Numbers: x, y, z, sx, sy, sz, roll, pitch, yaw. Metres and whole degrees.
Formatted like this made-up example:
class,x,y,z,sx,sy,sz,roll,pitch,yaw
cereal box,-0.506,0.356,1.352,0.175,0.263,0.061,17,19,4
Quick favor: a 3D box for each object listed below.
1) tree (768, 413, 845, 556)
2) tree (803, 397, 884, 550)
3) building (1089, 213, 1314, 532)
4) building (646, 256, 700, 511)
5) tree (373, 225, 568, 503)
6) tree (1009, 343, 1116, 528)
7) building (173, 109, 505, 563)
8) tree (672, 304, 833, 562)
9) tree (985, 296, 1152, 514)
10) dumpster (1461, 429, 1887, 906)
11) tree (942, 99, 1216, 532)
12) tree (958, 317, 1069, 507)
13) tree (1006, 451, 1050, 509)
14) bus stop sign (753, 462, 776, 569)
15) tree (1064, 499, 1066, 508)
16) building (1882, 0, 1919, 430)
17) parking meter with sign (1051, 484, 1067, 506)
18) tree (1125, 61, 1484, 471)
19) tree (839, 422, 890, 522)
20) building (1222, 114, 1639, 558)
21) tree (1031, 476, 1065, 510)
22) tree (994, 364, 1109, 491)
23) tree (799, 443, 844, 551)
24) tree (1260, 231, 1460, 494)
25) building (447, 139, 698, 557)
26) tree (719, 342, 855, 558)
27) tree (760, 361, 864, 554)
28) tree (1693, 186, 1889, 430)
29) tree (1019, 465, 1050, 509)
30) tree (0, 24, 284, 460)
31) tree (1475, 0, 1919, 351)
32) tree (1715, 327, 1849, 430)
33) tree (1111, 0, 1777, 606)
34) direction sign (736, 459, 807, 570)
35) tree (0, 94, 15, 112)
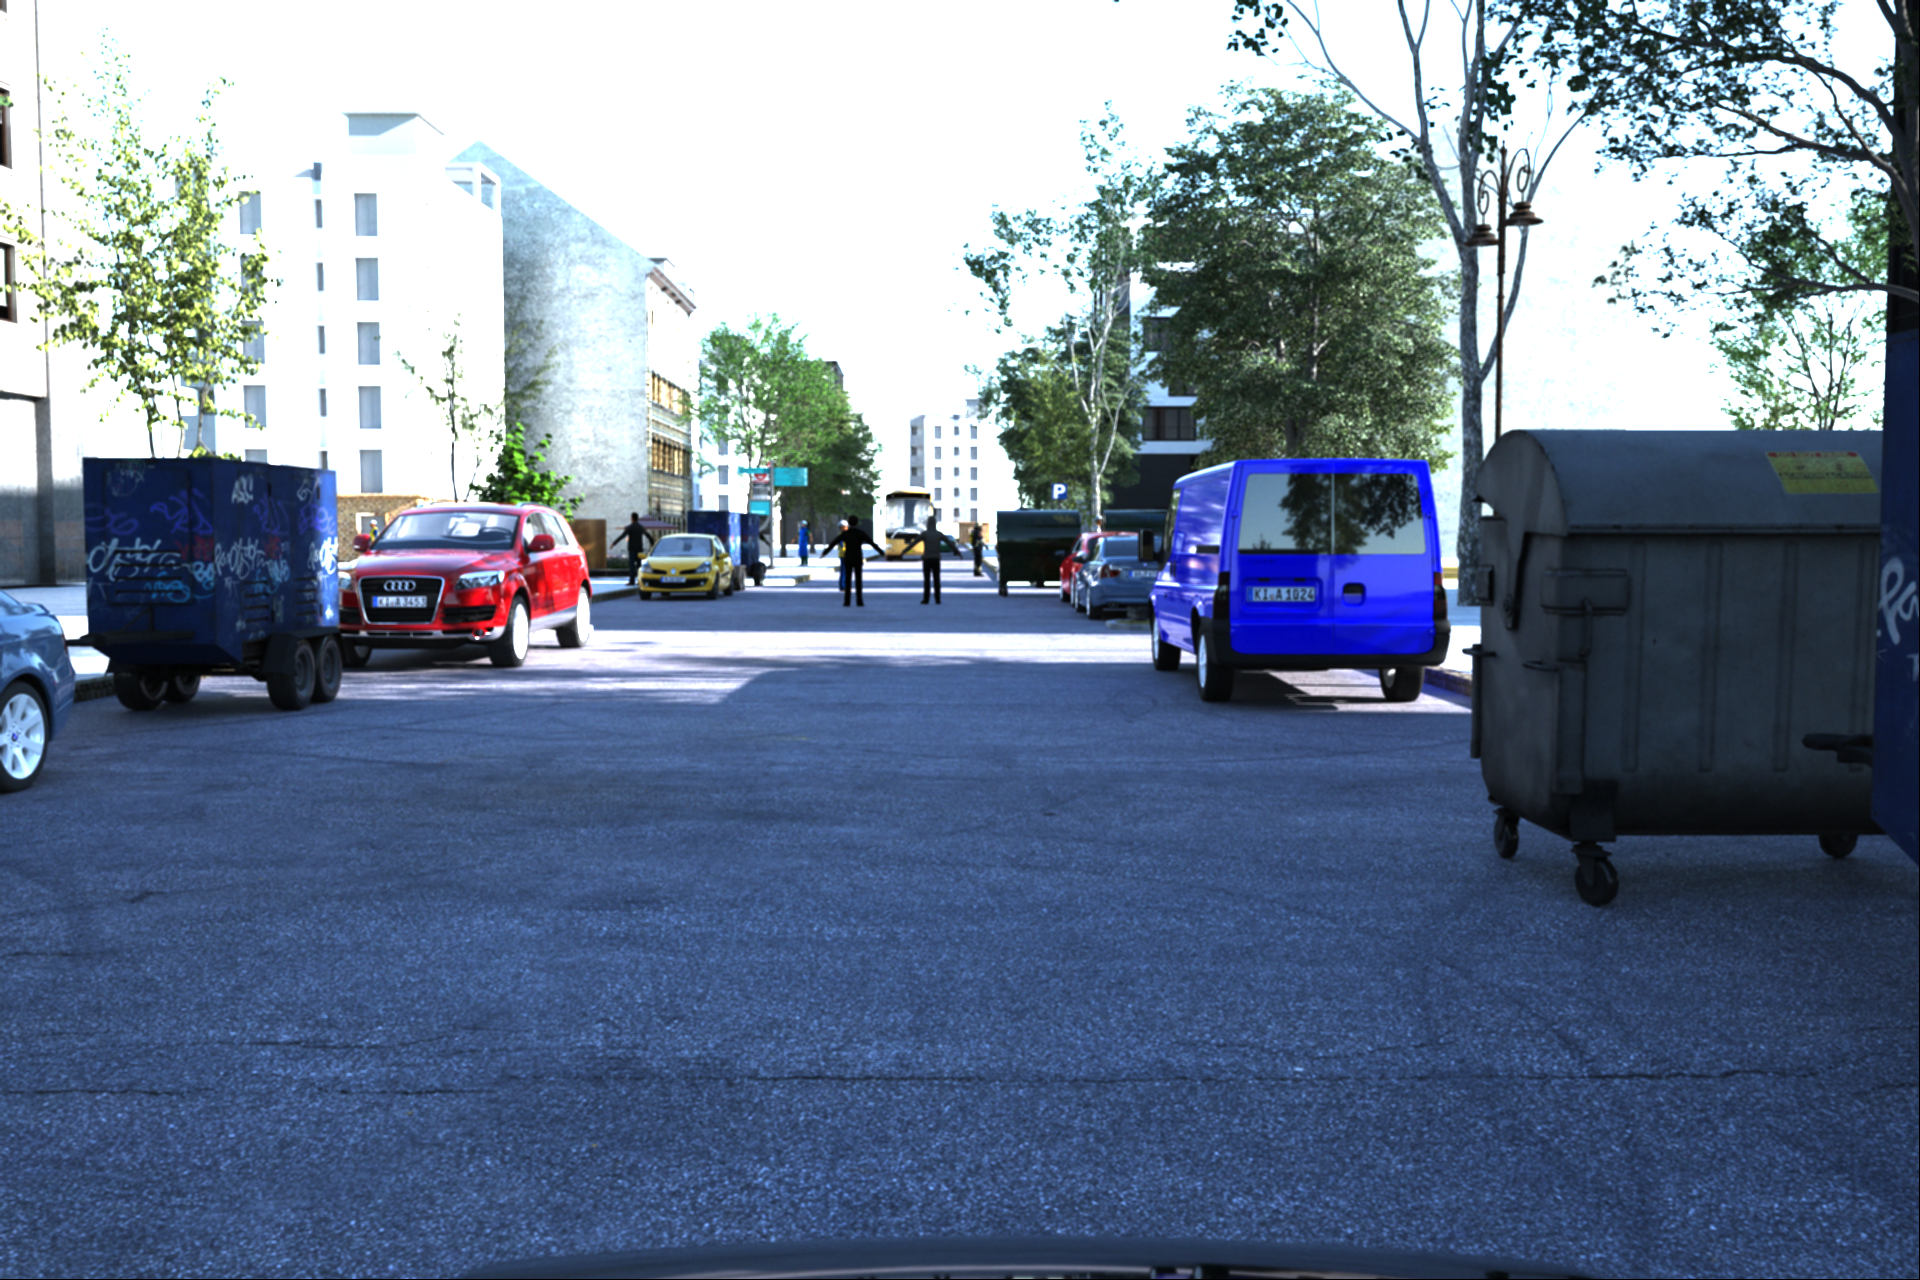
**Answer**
class,x,y,z,sx,sy,sz,roll,pitch,yaw
tree,-9.711,-9.305,102.495,4.360,8.622,3.978,0,3,0
tree,-10.185,-13.604,140.551,7.486,12.596,7.792,0,3,0
building,23.269,-17.293,126.719,27.936,21.610,32.646,0,4,0
building,-24.827,-16.071,119.177,16.016,20.090,11.380,0,4,0
tree,-12.492,-5.617,42.201,4.360,8.622,3.978,0,3,0
tree,3.794,-7.097,66.400,4.737,8.622,4.395,0,3,0
building,-28.991,-13.591,78.626,16.016,20.090,11.380,0,4,0
tree,-9.456,-9.327,78.259,9.928,11.665,9.643,0,3,0
tree,6.040,-11.488,94.484,9.857,13.997,8.962,0,3,0
dumpster,3.139,0.065,7.147,1.865,1.857,1.264,0,4,-1
tree,5.559,-13.611,78.423,12.611,20.169,13.585,0,3,0
tree,5.800,-18.144,152.548,12.611,20.169,13.585,0,3,0
tree,5.923,-11.643,140.723,4.737,8.622,4.395,0,3,0
bus stop sign,-7.275,-4.636,64.501,0.855,3.939,0.416,0,4,0
tree,15.226,-23.750,244.206,12.611,20.169,13.585,0,3,0
building,26.294,-12.281,29.463,12.332,23.479,15.834,0,4,0
parking meter with sign,3.420,-3.832,58.921,0.543,3.016,1.738,0,3,0
tree,9.455,-8.617,47.547,9.857,13.997,8.962,0,3,0
tree,-10.104,-13.902,153.056,9.928,11.665,9.643,0,3,0
building,25.898,-16.468,100.181,19.493,23.208,18.063,0,4,0
tree,5.234,-9.920,112.561,4.360,8.622,3.978,0,3,0
tree,5.688,-10.961,104.975,9.928,11.665,9.643,0,3,0
tree,-9.513,-10.603,123.715,4.360,8.622,3.978,0,3,0
tree,14.676,-9.001,65.298,7.486,12.596,7.792,0,3,0
building,-26.926,-16.821,105.952,19.493,23.208,18.063,0,4,-1
tree,-9.558,-10.290,94.001,9.928,11.665,9.643,0,3,0
tree,-9.897,-11.927,113.135,7.486,12.596,7.792,0,3,0
tree,25.951,-7.728,52.102,9.928,11.665,9.643,0,3,0
tree,5.665,-10.561,123.040,4.360,8.622,3.978,0,3,0
tree,-11.826,-4.599,25.563,4.737,8.622,4.395,0,3,0
tree,9.141,-4.959,15.494,8.767,10.594,7.601,1,4,9
tree,28.412,-6.728,60.370,4.737,8.622,4.395,0,3,0
tree,7.918,-10.620,29.532,12.611,20.169,13.585,0,3,0
direction sign,-6.737,-4.516,62.603,2.525,3.948,1.411,0,4,-1
tree,-12.012,-6.529,13.410,9.857,13.997,8.962,0,3,0
